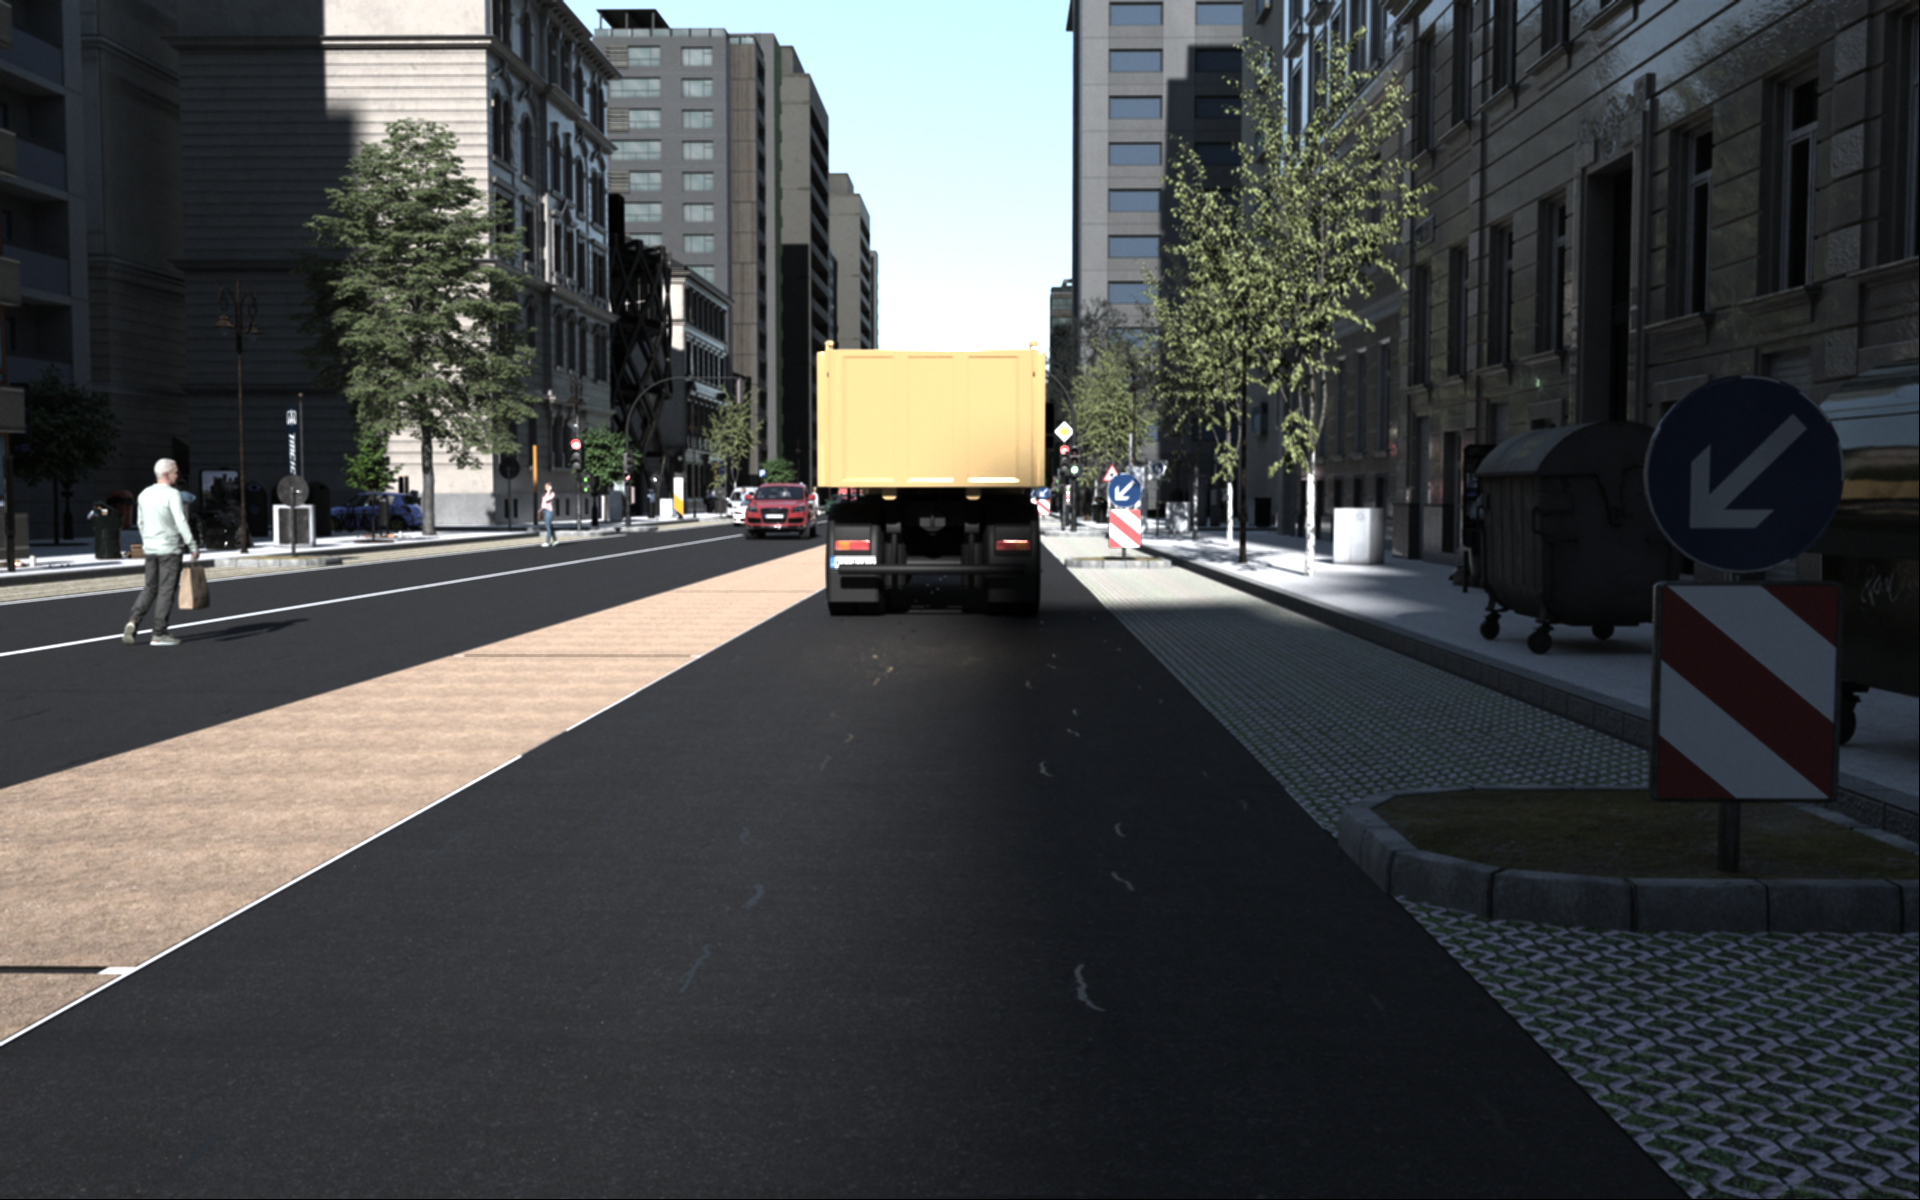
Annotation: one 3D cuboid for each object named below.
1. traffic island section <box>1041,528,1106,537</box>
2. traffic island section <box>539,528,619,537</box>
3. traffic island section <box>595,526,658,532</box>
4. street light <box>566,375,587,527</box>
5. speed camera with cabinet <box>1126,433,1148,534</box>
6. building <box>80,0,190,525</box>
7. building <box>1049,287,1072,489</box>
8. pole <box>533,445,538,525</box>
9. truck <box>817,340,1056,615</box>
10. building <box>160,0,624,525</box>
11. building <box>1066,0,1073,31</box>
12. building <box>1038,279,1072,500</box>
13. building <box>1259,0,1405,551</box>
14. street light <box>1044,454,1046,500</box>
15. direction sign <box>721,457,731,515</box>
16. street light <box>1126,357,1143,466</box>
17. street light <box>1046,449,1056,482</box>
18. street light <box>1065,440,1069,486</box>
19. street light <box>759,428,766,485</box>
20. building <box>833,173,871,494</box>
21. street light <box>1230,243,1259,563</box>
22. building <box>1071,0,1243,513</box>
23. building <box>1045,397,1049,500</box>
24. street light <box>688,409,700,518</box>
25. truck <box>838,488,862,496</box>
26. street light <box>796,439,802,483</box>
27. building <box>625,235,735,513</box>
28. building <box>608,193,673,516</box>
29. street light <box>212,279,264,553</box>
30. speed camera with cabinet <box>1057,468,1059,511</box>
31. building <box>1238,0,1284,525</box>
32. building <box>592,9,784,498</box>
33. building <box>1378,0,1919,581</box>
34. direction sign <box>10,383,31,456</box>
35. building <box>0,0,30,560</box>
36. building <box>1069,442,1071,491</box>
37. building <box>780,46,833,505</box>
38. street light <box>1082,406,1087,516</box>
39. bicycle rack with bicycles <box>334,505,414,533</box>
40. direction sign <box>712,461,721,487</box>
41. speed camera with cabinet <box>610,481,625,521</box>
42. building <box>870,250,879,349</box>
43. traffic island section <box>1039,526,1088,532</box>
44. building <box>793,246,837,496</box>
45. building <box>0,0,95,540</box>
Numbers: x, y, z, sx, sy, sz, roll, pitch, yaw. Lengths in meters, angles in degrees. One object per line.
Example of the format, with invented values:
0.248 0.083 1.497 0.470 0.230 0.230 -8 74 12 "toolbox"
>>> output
3.894 -2.253 59.115 2.009 0.180 2.903 0 4 1 "traffic island section"
-13.094 -2.274 59.453 2.009 0.180 2.903 0 4 1 "traffic island section"
-12.936 -2.762 67.437 2.009 0.180 2.903 0 4 1 "traffic island section"
-14.937 -5.798 67.585 0.468 5.910 1.993 0 4 1 "street light"
5.723 -3.765 55.899 0.660 3.252 2.038 0 4 3 "speed camera with cabinet"
-44.173 -17.771 76.464 20.117 28.700 13.634 0 4 1 "building"
19.408 -28.703 241.002 14.160 30.474 14.107 0 4 1 "building"
-17.701 -4.792 72.192 0.158 3.312 0.155 0 3 0 "pole"
-0.257 -1.722 24.078 3.469 3.379 9.791 0 4 1 "truck"
-25.047 -17.983 81.413 14.401 28.519 23.554 0 4 1 "building"
25.157 -35.450 168.841 28.713 52.752 27.495 0 4 1 "building"
29.081 -36.522 289.007 32.217 40.220 23.993 0 4 1 "building"
16.134 -15.836 44.821 13.634 28.700 20.117 0 4 1 "building"
8.026 -11.725 164.488 0.468 5.910 1.993 0 4 1 "street light"
-14.075 -6.939 105.448 0.379 3.537 0.876 0 4 4 "direction sign"
5.894 -5.248 58.598 0.468 5.910 1.993 0 4 1 "street light"
7.543 -10.314 141.423 0.468 5.910 1.993 0 4 1 "street light"
6.972 -8.697 114.990 0.468 5.910 1.993 0 4 1 "street light"
-13.848 -9.065 120.993 0.468 5.910 1.993 0 4 1 "street light"
-24.998 -39.164 264.026 21.300 48.544 21.600 0 4 1 "building"
5.278 -3.632 32.166 0.468 5.910 1.993 0 4 1 "street light"
18.738 -35.768 126.813 21.231 58.520 28.212 0 4 1 "building"
26.968 -25.539 262.594 27.650 21.520 28.899 0 4 1 "building"
-14.510 -7.448 94.562 0.468 5.910 1.993 0 4 1 "street light"
-4.978 -6.305 91.993 2.839 4.237 11.283 0 3 0 "truck"
-13.436 -10.480 144.127 0.468 5.910 1.993 0 4 1 "street light"
-23.038 -15.997 126.172 10.561 19.102 19.286 0 4 1 "building"
-25.742 -14.353 102.128 16.820 18.784 16.811 0 4 1 "building"
-15.538 -3.954 37.432 0.468 5.910 1.993 0 4 1 "street light"
7.319 -8.549 134.110 0.660 3.252 2.038 0 4 -7 "speed camera with cabinet"
23.775 -27.743 77.305 21.600 48.544 21.300 0 4 1 "building"
-23.118 -28.482 149.276 14.154 41.232 14.086 0 4 1 "building"
14.210 -13.762 22.275 12.463 27.353 25.104 0 4 1 "building"
-19.433 -2.652 35.357 0.876 3.537 0.379 -1 4 -12 "direction sign"
-32.694 -10.689 19.798 27.650 21.520 28.899 0 4 1 "building"
24.467 -54.126 197.629 22.319 86.520 31.000 0 4 1 "building"
-26.083 -34.765 192.107 21.300 48.544 21.600 0 4 1 "building"
6.428 -7.081 88.556 0.468 5.910 1.993 0 4 1 "street light"
-19.963 -2.753 58.389 2.852 0.926 2.925 2 4 24 "bicycle rack with bicycles"
-16.598 -7.771 119.052 0.876 3.537 0.379 -2 4 -32 "direction sign"
-16.269 -5.392 82.497 0.660 3.252 2.038 0 4 -4 "speed camera with cabinet"
-20.693 -36.624 282.388 14.154 41.232 14.086 0 4 1 "building"
4.052 -2.741 67.099 2.009 0.180 2.903 0 4 1 "traffic island section"
-30.459 -33.620 241.565 32.217 40.220 23.993 0 4 1 "building"
-39.895 -30.810 45.741 28.212 58.520 21.231 0 4 1 "building"
